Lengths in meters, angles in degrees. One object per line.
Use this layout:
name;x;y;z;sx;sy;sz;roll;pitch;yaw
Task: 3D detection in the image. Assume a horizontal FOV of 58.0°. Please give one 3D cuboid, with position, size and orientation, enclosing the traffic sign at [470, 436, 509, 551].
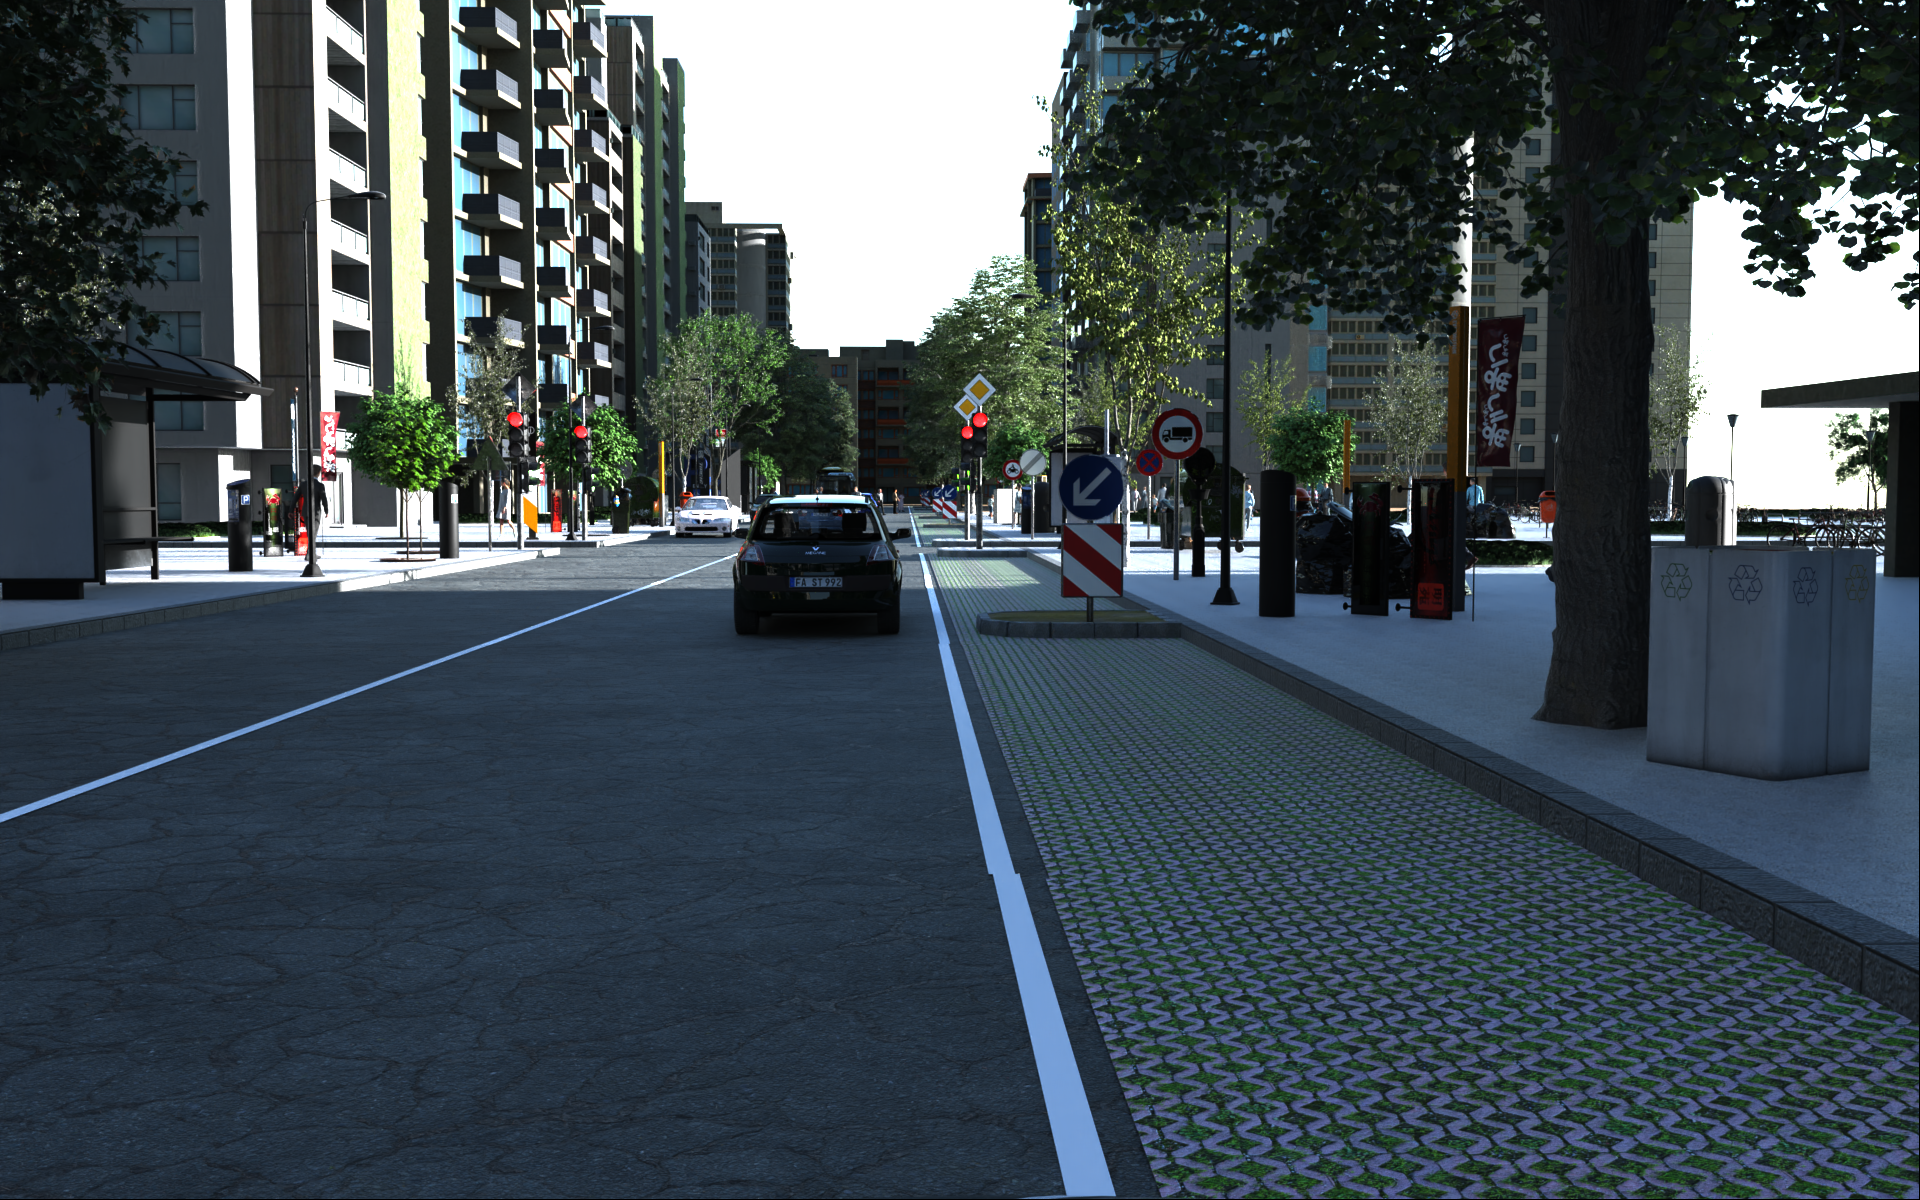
traffic sign;-10.517;-2.367;38.701;0.884;2.594;0.081;0;4;6

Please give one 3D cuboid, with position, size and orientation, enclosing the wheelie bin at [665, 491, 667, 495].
wheelie bin;-14.656;-4.683;84.481;0.693;1.594;0.980;-3;5;-41

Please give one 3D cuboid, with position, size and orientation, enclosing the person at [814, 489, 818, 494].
person;-9.568;-6.479;115.021;0.643;1.750;0.593;-3;4;-36

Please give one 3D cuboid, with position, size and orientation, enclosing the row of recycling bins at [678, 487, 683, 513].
row of recycling bins;-13.821;-4.937;87.826;1.069;1.692;3.534;-1;4;-10

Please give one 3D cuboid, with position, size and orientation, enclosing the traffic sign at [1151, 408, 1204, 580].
traffic sign;3.225;-1.569;25.754;0.768;2.556;0.104;0;4;5

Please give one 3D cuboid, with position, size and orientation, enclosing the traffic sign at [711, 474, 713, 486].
traffic sign;-15.929;-6.723;110.030;0.768;2.556;0.104;0;4;7

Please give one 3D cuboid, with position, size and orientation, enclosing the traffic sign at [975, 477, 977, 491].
traffic sign;1.155;-7.471;122.251;0.768;2.556;0.104;0;4;8

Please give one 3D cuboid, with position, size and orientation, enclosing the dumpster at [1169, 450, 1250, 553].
dumpster;5.557;-2.209;38.607;1.502;2.255;1.985;0;4;-2

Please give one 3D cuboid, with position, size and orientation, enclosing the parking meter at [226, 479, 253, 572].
parking meter;-11.951;-1.243;28.735;0.372;1.533;0.369;0;3;0

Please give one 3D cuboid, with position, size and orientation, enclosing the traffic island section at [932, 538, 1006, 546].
traffic island section;0.222;-1.592;48.305;2.009;0.180;2.903;0;4;-2

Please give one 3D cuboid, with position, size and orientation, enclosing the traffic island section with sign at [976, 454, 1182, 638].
traffic island section with sign;1.179;-0.576;18.039;1.989;1.847;2.006;0;4;-2

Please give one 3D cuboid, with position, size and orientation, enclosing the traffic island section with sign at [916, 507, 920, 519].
traffic island section with sign;-1.416;-5.622;100.547;1.989;1.847;2.006;0;4;-2

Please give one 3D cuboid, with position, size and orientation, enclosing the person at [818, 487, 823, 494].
person;-7.063;-4.905;88.868;0.590;1.801;0.661;0;4;-1

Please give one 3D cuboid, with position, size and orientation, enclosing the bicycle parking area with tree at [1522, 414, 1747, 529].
bicycle parking area with tree;25.058;-4.612;62.408;8.231;4.147;9.016;1;4;22

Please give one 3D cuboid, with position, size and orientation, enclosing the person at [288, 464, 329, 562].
person;-12.322;-1.663;33.016;0.659;1.850;0.755;1;4;11

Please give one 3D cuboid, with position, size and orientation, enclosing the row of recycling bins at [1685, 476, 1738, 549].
row of recycling bins;17.377;-2.010;39.984;1.069;1.692;3.534;2;4;27

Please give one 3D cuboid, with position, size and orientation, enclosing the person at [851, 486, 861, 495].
person;-5.224;-4.733;85.978;0.694;1.812;0.767;1;4;23

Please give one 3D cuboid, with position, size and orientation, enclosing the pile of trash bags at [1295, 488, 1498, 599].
pile of trash bags;5.134;-0.802;22.860;1.912;1.369;3.447;-1;4;-23

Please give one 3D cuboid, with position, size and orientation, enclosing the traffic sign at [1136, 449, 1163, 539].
traffic sign;5.341;-2.986;48.923;0.768;2.556;0.104;0;4;4

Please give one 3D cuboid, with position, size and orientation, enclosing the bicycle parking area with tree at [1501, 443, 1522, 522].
bicycle parking area with tree;27.947;-5.608;78.687;9.016;4.147;8.231;0;4;8

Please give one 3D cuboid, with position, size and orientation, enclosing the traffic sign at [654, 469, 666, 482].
traffic sign;-14.993;-5.276;86.366;0.768;2.556;0.104;0;4;3

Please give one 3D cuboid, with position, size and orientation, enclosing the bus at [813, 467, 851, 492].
bus;-11.541;-10.270;159.460;2.896;3.916;12.252;0;4;0

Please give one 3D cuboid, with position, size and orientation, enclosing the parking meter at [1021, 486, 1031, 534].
parking meter;2.167;-2.910;55.982;0.372;1.533;0.369;0;3;0

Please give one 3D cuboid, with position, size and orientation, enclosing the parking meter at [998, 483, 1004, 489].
parking meter;2.132;-5.173;90.297;0.255;1.863;0.399;0;4;-6

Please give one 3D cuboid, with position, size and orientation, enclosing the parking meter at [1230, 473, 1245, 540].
parking meter;7.771;-2.619;48.539;0.399;1.863;0.255;2;4;26

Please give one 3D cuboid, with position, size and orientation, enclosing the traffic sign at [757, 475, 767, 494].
traffic sign;-13.431;-7.160;117.179;0.768;2.556;0.104;0;4;6

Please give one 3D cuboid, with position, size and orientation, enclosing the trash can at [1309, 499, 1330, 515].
trash can;10.496;-2.404;50.958;0.748;1.137;0.748;0;3;0

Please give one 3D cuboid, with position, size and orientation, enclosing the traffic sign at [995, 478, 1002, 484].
traffic sign;2.283;-5.746;94.054;0.768;2.556;0.104;0;4;1

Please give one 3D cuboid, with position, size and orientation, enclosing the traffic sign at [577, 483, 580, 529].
traffic sign;-13.757;-3.814;62.468;0.768;2.556;0.104;0;4;-1

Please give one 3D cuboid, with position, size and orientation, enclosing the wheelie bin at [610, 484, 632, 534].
wheelie bin;-10.988;-2.951;56.153;0.693;1.594;0.980;-1;4;-10

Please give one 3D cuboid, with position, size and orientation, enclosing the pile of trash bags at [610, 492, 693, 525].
pile of trash bags;-12.819;-3.830;72.373;3.447;1.369;1.912;-2;4;-24

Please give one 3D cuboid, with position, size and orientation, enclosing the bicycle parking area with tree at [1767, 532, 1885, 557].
bicycle parking area with tree;21.451;-2.884;34.154;9.016;4.147;8.231;1;4;11

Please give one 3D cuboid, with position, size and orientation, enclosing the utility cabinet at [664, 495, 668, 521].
utility cabinet;-14.214;-4.295;81.389;1.020;1.237;0.306;-3;5;-42

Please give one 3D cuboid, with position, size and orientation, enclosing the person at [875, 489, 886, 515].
person;-5.332;-6.567;116.272;0.834;1.777;0.661;3;5;40

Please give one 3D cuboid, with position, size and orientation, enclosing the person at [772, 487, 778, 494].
person;-10.154;-5.268;94.822;0.419;1.800;0.721;-2;4;-23

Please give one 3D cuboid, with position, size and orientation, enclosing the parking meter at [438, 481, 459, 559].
parking meter;-10.189;-1.597;34.526;0.372;1.533;0.369;0;3;0

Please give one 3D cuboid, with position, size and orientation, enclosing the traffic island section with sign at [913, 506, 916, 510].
traffic island section with sign;-3.022;-8.716;151.126;1.989;1.847;2.006;0;4;-2

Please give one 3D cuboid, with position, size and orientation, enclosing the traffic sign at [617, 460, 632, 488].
traffic sign;-12.335;-3.858;63.183;0.768;2.556;0.104;0;4;4

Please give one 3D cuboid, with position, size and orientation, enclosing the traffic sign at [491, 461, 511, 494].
traffic sign;-14.336;-3.179;54.102;0.606;2.300;0.079;0;4;0

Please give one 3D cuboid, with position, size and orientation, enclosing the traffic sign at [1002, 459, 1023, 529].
traffic sign;1.942;-3.880;63.549;0.768;2.556;0.104;0;4;7

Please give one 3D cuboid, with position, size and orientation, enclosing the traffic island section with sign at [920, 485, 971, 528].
traffic island section with sign;-0.571;-3.974;73.605;1.989;1.847;2.006;0;4;-2

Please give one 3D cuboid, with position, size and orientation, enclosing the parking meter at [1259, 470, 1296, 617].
parking meter;3.332;-0.597;18.165;0.372;1.533;0.369;0;3;0

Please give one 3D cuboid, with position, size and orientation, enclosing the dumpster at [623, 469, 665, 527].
dumpster;-12.508;-4.020;68.223;1.502;2.255;1.985;0;4;-2

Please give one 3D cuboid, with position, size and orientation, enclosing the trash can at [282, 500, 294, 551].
trash can;-14.810;-1.660;38.790;0.748;1.137;0.748;0;3;0

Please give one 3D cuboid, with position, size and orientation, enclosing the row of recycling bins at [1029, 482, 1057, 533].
row of recycling bins;2.811;-3.160;58.783;1.069;1.692;3.534;0;4;6

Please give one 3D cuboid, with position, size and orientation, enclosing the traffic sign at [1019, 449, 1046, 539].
traffic sign;2.055;-2.991;49.015;0.768;2.556;0.104;0;4;3

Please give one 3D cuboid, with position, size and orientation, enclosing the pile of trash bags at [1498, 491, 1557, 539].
pile of trash bags;15.699;-2.491;50.475;3.447;1.369;1.912;0;4;8

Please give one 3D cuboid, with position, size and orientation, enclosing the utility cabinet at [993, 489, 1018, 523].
utility cabinet;2.008;-4.087;75.494;1.173;1.500;0.318;-3;4;-35

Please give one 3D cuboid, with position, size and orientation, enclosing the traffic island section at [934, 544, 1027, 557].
traffic island section;0.473;-1.104;40.324;2.009;0.180;2.903;0;4;-2

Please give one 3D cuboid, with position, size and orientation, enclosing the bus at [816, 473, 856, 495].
bus;-10.251;-9.198;145.241;2.948;3.499;13.247;0;4;-1
